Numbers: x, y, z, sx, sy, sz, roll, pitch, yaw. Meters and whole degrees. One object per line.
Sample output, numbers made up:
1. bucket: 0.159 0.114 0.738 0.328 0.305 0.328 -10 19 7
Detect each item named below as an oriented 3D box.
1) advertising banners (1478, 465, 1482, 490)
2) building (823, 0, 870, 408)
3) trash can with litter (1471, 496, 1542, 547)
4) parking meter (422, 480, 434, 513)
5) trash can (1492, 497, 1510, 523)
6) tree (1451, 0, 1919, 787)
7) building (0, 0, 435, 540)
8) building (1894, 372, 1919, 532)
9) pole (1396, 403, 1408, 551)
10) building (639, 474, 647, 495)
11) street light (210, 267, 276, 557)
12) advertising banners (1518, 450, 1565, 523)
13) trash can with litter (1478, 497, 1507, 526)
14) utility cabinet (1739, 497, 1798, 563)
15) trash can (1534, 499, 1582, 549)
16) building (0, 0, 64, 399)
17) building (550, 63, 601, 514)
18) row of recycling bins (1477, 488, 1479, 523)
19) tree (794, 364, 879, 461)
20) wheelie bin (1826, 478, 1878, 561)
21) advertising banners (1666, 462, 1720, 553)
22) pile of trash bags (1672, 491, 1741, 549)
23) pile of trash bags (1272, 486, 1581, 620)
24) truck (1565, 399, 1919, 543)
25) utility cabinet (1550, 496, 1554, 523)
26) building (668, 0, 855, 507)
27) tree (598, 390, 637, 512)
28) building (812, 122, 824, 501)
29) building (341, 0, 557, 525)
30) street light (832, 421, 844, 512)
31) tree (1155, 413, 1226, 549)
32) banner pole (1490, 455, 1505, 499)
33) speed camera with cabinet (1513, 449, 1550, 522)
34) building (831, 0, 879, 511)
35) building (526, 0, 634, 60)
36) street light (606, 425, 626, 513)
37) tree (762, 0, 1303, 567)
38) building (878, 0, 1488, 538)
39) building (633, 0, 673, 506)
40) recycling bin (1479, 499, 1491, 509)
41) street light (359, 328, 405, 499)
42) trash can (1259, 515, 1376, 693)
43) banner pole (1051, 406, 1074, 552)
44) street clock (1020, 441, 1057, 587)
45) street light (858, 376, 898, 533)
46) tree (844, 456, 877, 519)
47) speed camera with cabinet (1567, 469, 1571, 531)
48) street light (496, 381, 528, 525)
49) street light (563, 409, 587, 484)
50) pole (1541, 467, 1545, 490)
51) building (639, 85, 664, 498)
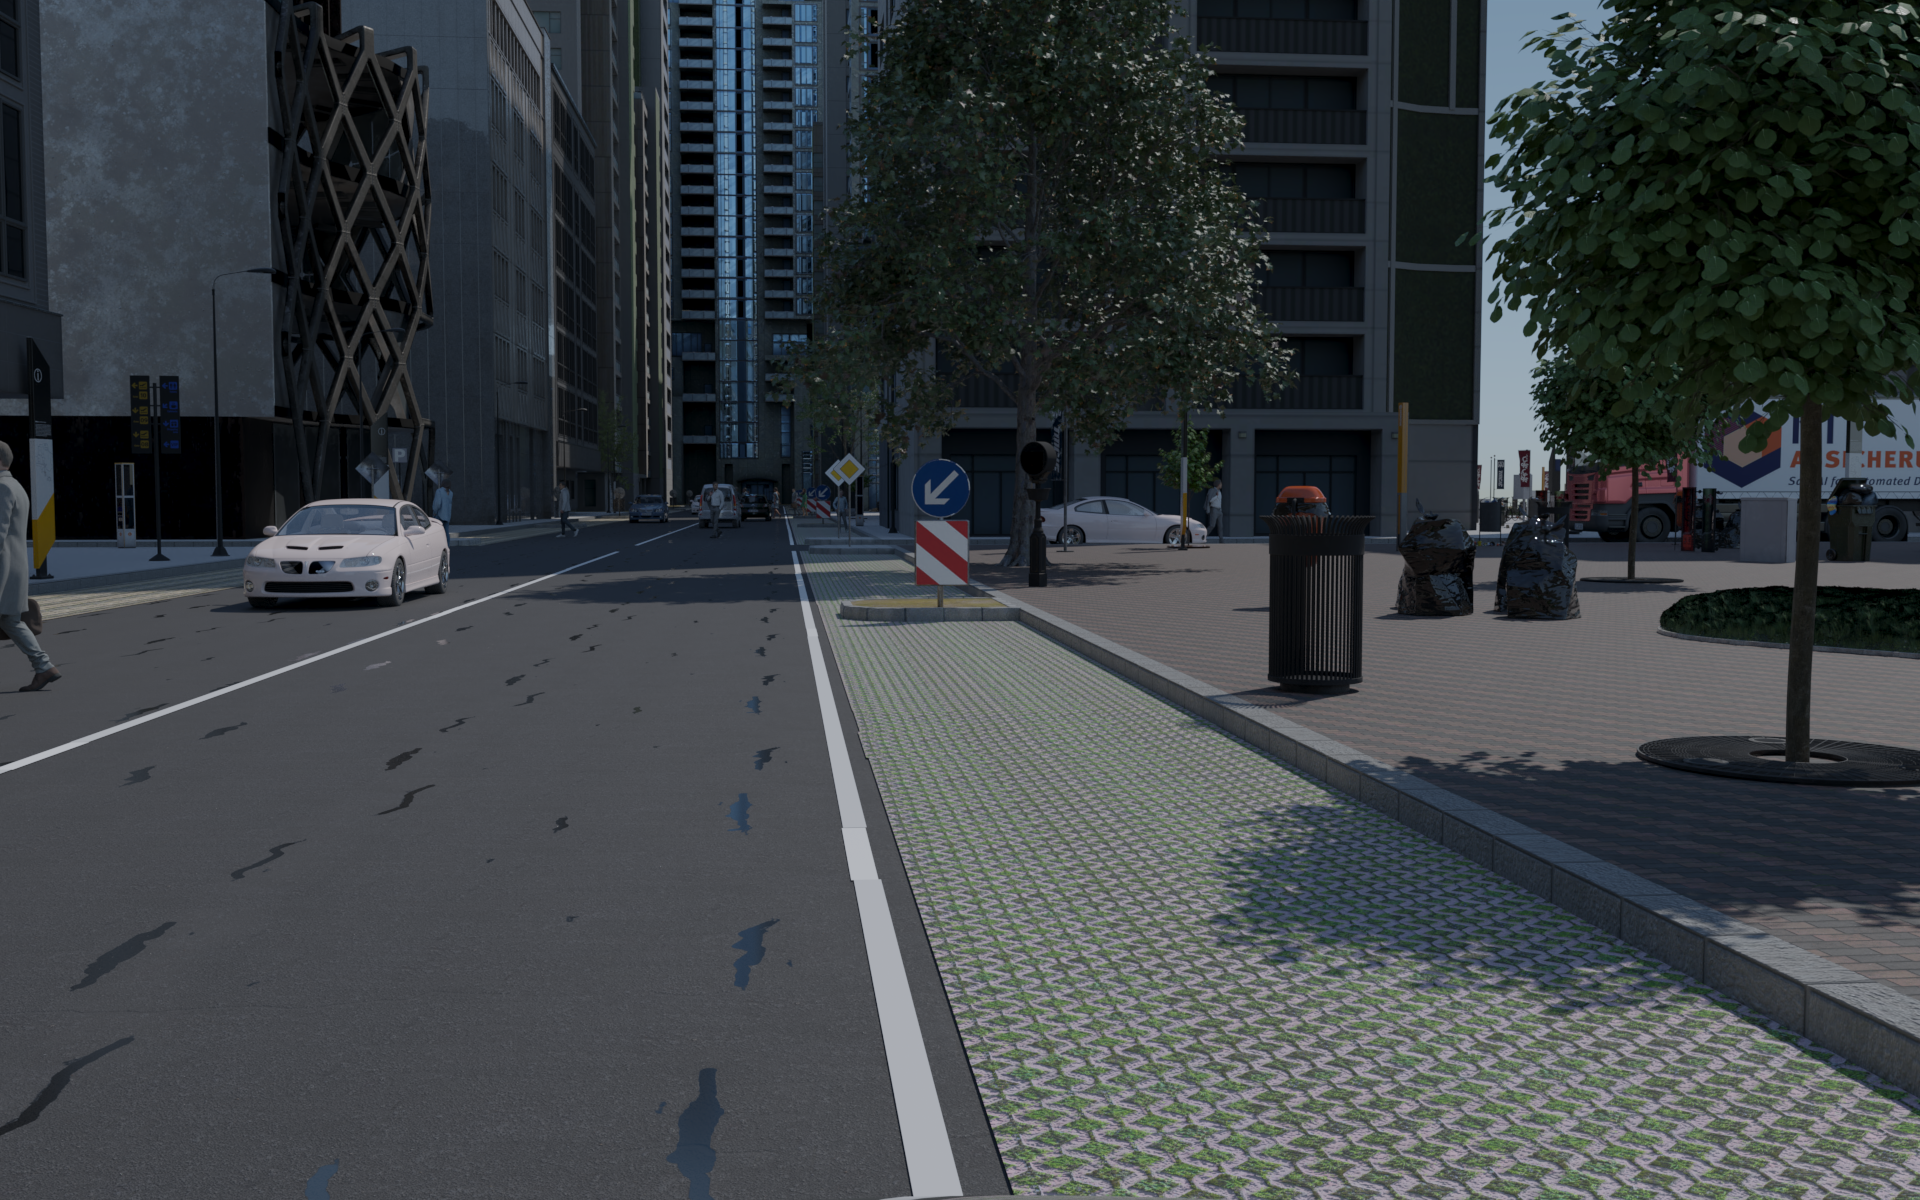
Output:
1. advertising banners: 30.517 -6.570 103.613 0.090 3.025 2.074 -1 4 -23
2. building: -3.098 -38.583 172.823 21.231 58.520 28.212 0 4 -6
3. trash can with litter: 13.433 -1.929 42.595 2.233 1.210 1.678 2 4 25
4. parking meter: -21.456 -3.923 69.856 0.399 1.863 0.255 0 4 -2
5. trash can: 23.851 -3.959 76.391 0.748 1.137 0.748 0 3 0
6. tree: 3.997 -1.489 8.058 4.285 4.588 4.351 0 3 0
7. building: -26.122 -11.529 55.958 16.820 18.784 16.811 0 4 -6
8. building: 34.948 -23.036 60.235 14.086 41.232 14.154 0 4 -6
9. pole: 9.905 -2.749 38.783 0.158 3.312 0.155 0 3 0
10. building: -43.606 -27.870 147.550 32.217 40.220 23.993 0 4 -6
11. street light: -14.723 -3.857 35.602 1.470 5.913 1.316 0 4 -6
12. advertising banners: 22.908 -4.400 68.122 2.074 3.025 0.090 3 5 43
13. trash can with litter: 21.149 -3.510 68.779 1.055 1.170 0.624 2 4 34
14. utility cabinet: 15.327 -1.326 32.843 0.306 1.237 1.020 -2 4 -28
15. trash can: 11.908 -1.413 34.758 0.748 1.137 0.748 0 3 0
16. building: -20.186 -13.562 15.251 14.314 27.812 24.014 0 4 -6
17. building: -29.706 -18.883 102.240 14.314 27.812 24.014 0 4 -6
18. row of recycling bins: 21.826 -4.335 77.986 1.069 1.692 3.534 -3 4 -36
19. tree: -7.595 -11.614 115.646 9.928 11.665 9.643 0 3 0
20. wheelie bin: 17.104 -1.545 33.167 0.980 1.594 0.693 -1 4 -20
21. advertising banners: 16.352 -2.605 38.783 0.090 3.025 2.074 -1 4 -10
22. pile of trash bags: 18.587 -1.993 42.330 1.912 1.369 3.447 -1 4 -13
23. pile of trash bags: 5.104 -0.569 19.056 3.447 1.369 1.912 2 4 28
24. truck: 22.161 -3.640 48.426 11.283 4.237 2.839 0 4 -4
25. utility cabinet: 24.084 -3.544 69.114 0.306 1.237 1.020 -3 5 -40
26. building: -29.563 -55.304 216.890 31.000 86.520 22.319 0 4 -6
27. tree: -24.360 -10.426 120.822 4.737 8.622 4.395 0 3 0
28. building: -9.491 -31.217 193.986 14.154 41.232 14.086 0 4 -6
29. building: -26.149 -16.012 79.820 12.078 24.808 19.932 0 4 -6
30. street light: -5.059 -6.524 79.215 1.470 5.913 1.316 0 4 -6
31. tree: 5.567 -2.852 41.224 1.663 3.219 1.824 0 3 0
32. banner pole: 34.337 -7.373 110.565 0.863 3.779 0.401 1 4 13
33. speed camera with cabinet: 25.505 -5.073 77.283 2.038 3.252 0.660 -3 4 -39
34. building: -0.262 -50.723 141.990 22.319 86.520 31.000 0 4 -6
35. building: -31.840 -27.258 129.255 14.154 41.232 14.086 0 4 -6
36. street light: -23.213 -8.835 116.987 1.470 5.913 1.316 0 4 -6
37. tree: 1.283 -6.954 30.712 9.611 12.733 9.660 0 3 0
38. building: 7.868 -37.997 59.499 20.611 71.187 20.563 0 4 -6
39. building: -45.609 -39.397 186.140 28.212 58.520 21.231 0 4 -6
40. recycling bin: 28.335 -4.991 94.160 0.722 1.027 0.722 -3 4 -36
41. street light: -16.221 -4.649 48.556 1.470 5.913 1.316 0 4 -6
42. trash can: 2.327 0.020 11.327 0.748 1.137 0.748 0 3 0
43. banner pole: 2.228 -2.963 38.467 0.401 3.779 0.863 -2 4 -27
44. street clock: 1.079 -1.185 23.949 0.471 2.002 0.358 3 4 38
45. street light: -2.728 -5.132 56.450 1.470 5.913 1.316 0 4 -6
46. tree: -5.379 -5.779 89.094 1.663 3.219 1.824 0 3 0
47. speed camera with cabinet: 22.159 -4.026 60.161 2.038 3.252 0.660 1 4 20
48. street light: -18.465 -6.042 71.331 1.470 5.913 1.316 0 4 -6
49. street light: -20.970 -7.442 94.213 1.470 5.913 1.316 0 4 -6
50. pole: 43.498 -8.281 129.240 0.158 3.312 0.155 0 3 0
51. building: -36.588 -29.648 168.336 14.154 41.232 14.086 0 4 -6
